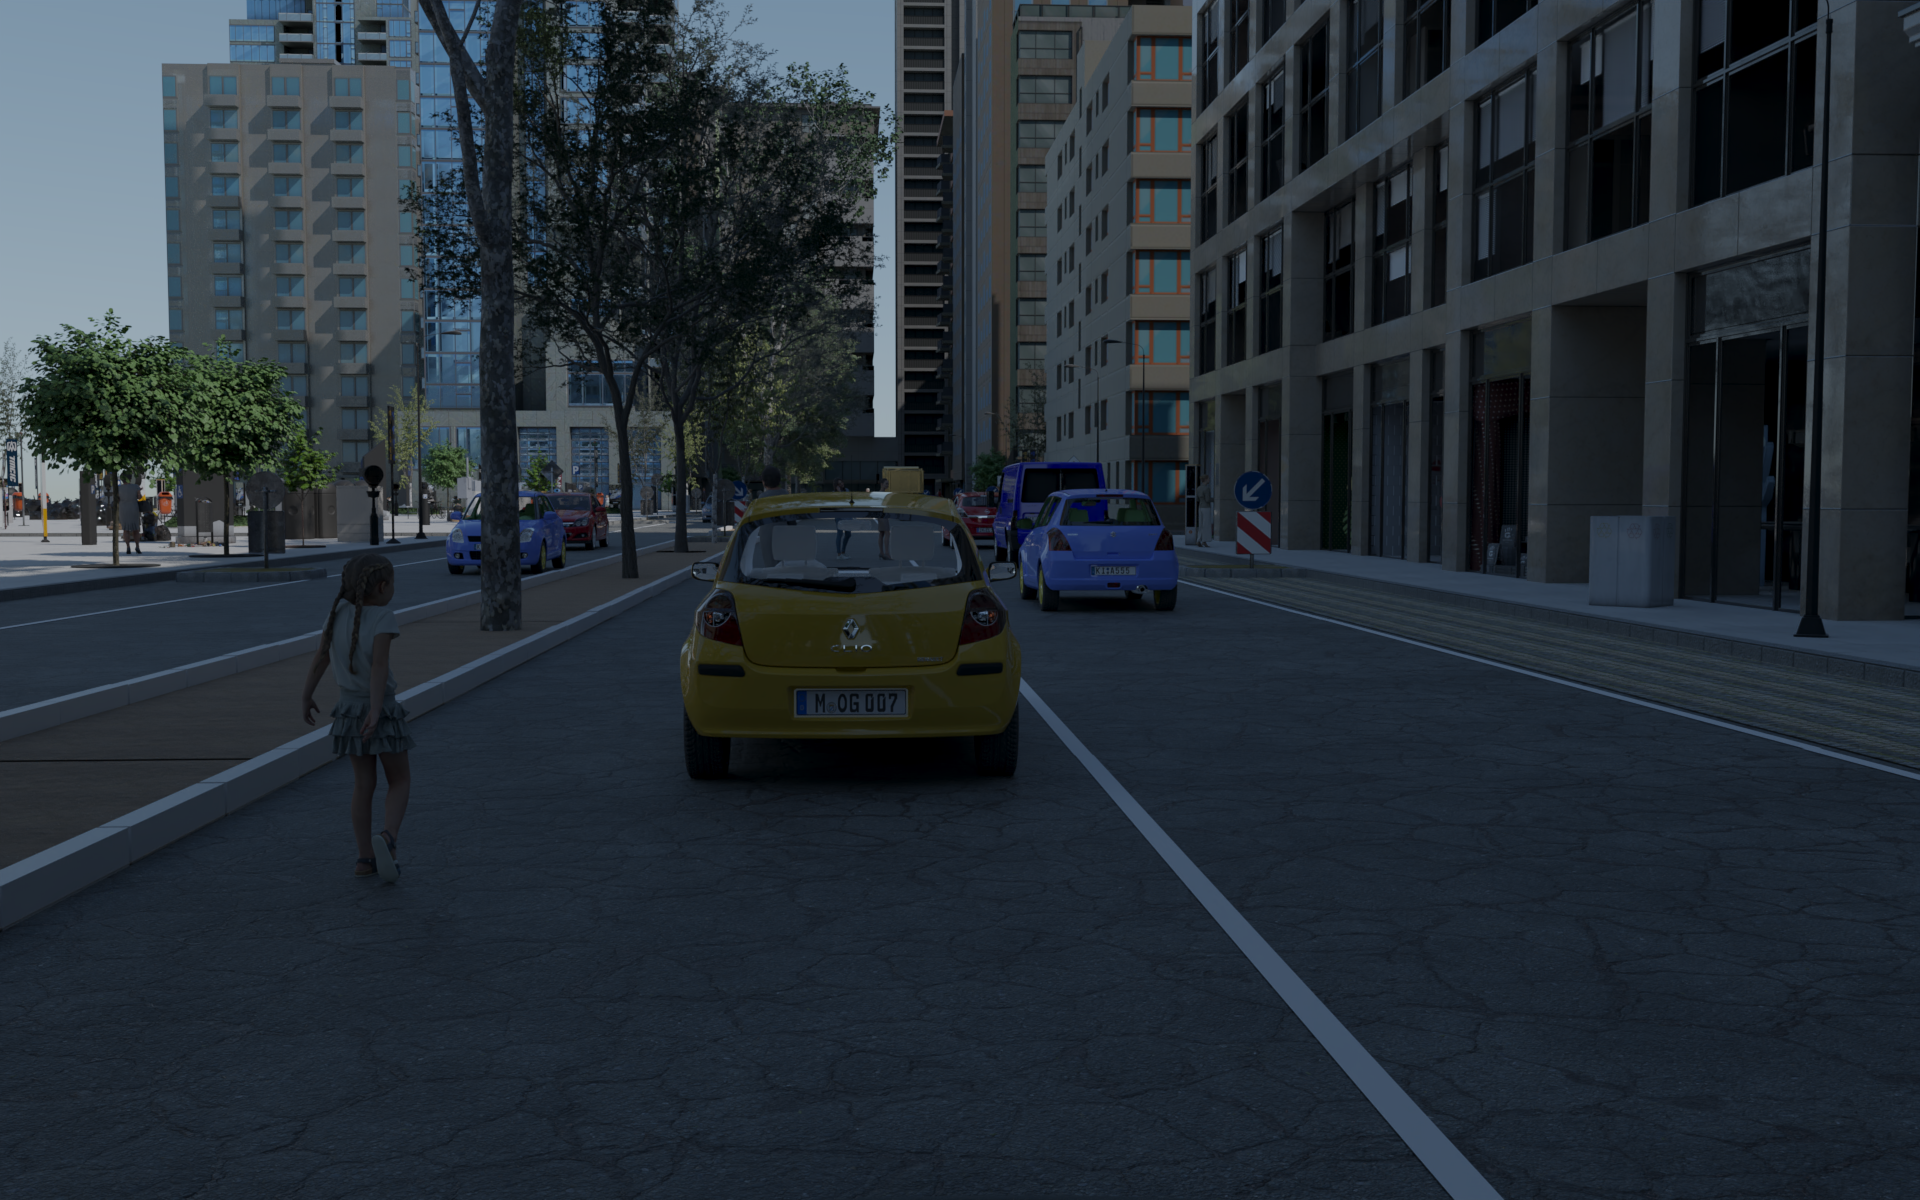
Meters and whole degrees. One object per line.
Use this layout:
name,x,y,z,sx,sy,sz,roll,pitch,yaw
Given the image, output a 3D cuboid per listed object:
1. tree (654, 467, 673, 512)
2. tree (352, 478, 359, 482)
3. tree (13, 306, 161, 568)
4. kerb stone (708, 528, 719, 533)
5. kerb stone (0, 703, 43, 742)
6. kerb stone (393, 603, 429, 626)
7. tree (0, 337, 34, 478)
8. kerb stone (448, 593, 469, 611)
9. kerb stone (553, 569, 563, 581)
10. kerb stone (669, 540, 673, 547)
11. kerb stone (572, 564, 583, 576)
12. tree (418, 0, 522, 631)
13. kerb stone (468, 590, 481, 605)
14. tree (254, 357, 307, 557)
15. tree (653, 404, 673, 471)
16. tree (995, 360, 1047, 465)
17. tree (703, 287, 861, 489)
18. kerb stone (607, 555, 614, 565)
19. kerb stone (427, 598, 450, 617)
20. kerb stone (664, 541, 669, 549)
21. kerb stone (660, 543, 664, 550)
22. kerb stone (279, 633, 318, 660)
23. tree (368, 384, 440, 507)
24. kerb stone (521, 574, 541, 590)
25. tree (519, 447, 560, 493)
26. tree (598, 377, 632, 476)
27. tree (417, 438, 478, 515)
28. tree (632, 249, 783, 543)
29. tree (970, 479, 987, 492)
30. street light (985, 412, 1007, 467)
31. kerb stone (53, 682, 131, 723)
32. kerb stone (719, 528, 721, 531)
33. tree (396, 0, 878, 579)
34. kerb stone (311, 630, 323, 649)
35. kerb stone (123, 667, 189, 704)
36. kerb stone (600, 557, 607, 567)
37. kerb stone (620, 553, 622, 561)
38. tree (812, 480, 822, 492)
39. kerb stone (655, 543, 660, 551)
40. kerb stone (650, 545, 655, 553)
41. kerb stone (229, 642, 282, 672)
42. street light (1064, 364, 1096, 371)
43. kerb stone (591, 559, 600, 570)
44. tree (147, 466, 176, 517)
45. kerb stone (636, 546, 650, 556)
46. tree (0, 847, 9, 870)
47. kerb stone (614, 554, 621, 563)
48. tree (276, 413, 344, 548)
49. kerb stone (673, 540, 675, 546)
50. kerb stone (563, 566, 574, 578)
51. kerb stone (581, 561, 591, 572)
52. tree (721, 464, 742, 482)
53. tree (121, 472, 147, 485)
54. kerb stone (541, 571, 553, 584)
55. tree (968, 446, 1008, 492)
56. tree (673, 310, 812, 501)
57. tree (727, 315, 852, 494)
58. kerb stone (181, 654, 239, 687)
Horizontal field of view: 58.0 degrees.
tree,-21.167,-8.028,125.854,1.663,3.219,1.824,0,3,0
tree,-38.037,-7.106,110.784,1.663,3.219,1.824,0,3,0
tree,-14.851,-2.852,30.350,4.285,4.588,4.351,0,3,0
kerb stone,-8.798,-2.425,61.840,0.120,0.150,1.000,0,4,-4
kerb stone,-5.583,0.735,10.186,0.120,0.150,1.000,0,4,-4
kerb stone,-6.159,0.172,19.390,0.120,0.150,1.000,0,4,-4
tree,-45.182,-8.027,81.598,4.360,8.622,3.978,0,3,0
kerb stone,-6.284,0.047,21.432,0.120,0.150,1.000,0,4,-4
kerb stone,-6.731,-0.391,28.582,0.120,0.150,1.000,0,4,-4
kerb stone,-7.804,-1.450,45.961,0.120,0.150,1.000,0,4,-4
kerb stone,-6.851,-0.514,30.627,0.120,0.150,1.000,0,4,-4
tree,-6.082,-9.786,18.350,12.611,20.169,13.585,0,3,0
kerb stone,-6.348,-0.016,22.452,0.120,0.150,1.000,0,4,-4
tree,-15.039,-3.158,35.353,4.285,4.588,4.351,0,3,0
tree,-20.642,-10.977,129.839,4.737,8.622,4.395,0,3,0
tree,4.123,-8.693,92.493,4.360,8.622,3.978,0,3,0
tree,-9.879,-11.364,94.914,9.857,13.997,8.962,0,3,0
kerb stone,-7.107,-0.760,34.719,0.120,0.150,1.000,0,4,-4
kerb stone,-6.222,0.109,20.412,0.120,0.150,1.000,0,4,-4
kerb stone,-7.744,-1.391,44.941,0.120,0.150,1.000,0,4,-4
kerb stone,-7.678,-1.326,43.921,0.120,0.150,1.000,0,4,-4
kerb stone,-5.906,0.429,15.299,0.120,0.150,1.000,0,4,-4
tree,-36.419,-9.998,113.830,4.737,8.622,4.395,0,3,0
kerb stone,-6.604,-0.265,26.533,0.120,0.150,1.000,0,4,-4
tree,-17.078,-4.612,70.000,1.663,3.219,1.824,0,3,0
tree,-19.049,-9.340,103.070,4.360,8.622,3.978,0,3,0
tree,-29.599,-7.117,100.069,4.285,4.588,4.351,0,3,0
tree,-7.132,-5.948,50.074,4.360,8.622,3.978,0,3,0
tree,1.687,-7.722,120.859,1.663,3.219,1.824,0,3,0
street light,2.088,-7.714,98.662,1.470,5.913,1.316,0,4,-4
kerb stone,-5.654,0.674,11.206,0.120,0.150,1.000,0,4,-4
kerb stone,-8.856,-2.488,62.873,0.120,0.150,1.000,0,4,-4
tree,-5.576,-5.655,29.328,8.767,10.594,7.601,0,4,-4
kerb stone,-5.967,0.359,16.319,0.120,0.150,1.000,0,4,-4
kerb stone,-5.715,0.616,12.226,0.120,0.150,1.000,0,4,-4
kerb stone,-7.047,-0.704,33.698,0.120,0.150,1.000,0,4,-4
kerb stone,-7.240,-0.891,36.763,0.120,0.150,1.000,0,4,-4
tree,-11.179,-10.213,119.801,4.737,8.622,4.395,0,3,0
kerb stone,-7.618,-1.266,42.895,0.120,0.150,1.000,0,4,-4
kerb stone,-7.552,-1.200,41.875,0.120,0.150,1.000,0,4,-4
kerb stone,-5.840,0.484,14.275,0.120,0.150,1.000,0,4,-4
street light,4.413,-5.484,62.212,1.470,5.913,1.316,0,4,-4
kerb stone,-6.980,-0.641,32.676,0.120,0.150,1.000,0,4,-4
tree,-44.671,-6.298,97.568,1.663,3.219,1.824,0,3,0
kerb stone,-7.487,-1.141,40.855,0.120,0.150,1.000,0,4,-4
tree,-4.159,-5.686,5.797,12.009,13.543,11.850,0,3,0
kerb stone,-7.178,-0.824,35.738,0.120,0.150,1.000,0,4,-4
tree,-15.672,-2.854,41.260,1.663,3.219,1.824,0,3,0
kerb stone,-7.875,-1.516,46.980,0.120,0.150,1.000,0,4,-4
kerb stone,-6.790,-0.440,29.607,0.120,0.150,1.000,0,4,-4
kerb stone,-6.921,-0.578,31.652,0.120,0.150,1.000,0,4,-4
tree,-24.388,-12.151,182.378,4.285,4.588,4.351,0,3,0
tree,-51.060,-9.628,107.778,4.360,8.622,3.978,0,3,0
kerb stone,-6.666,-0.326,27.560,0.120,0.150,1.000,0,4,-4
tree,2.185,-8.109,116.294,4.285,4.588,4.351,0,3,0
tree,-7.670,-6.663,61.755,4.737,8.622,4.395,0,3,0
tree,-10.408,-11.200,103.696,7.486,12.596,7.792,0,3,0
kerb stone,-5.779,0.552,13.255,0.120,0.150,1.000,0,4,-4
